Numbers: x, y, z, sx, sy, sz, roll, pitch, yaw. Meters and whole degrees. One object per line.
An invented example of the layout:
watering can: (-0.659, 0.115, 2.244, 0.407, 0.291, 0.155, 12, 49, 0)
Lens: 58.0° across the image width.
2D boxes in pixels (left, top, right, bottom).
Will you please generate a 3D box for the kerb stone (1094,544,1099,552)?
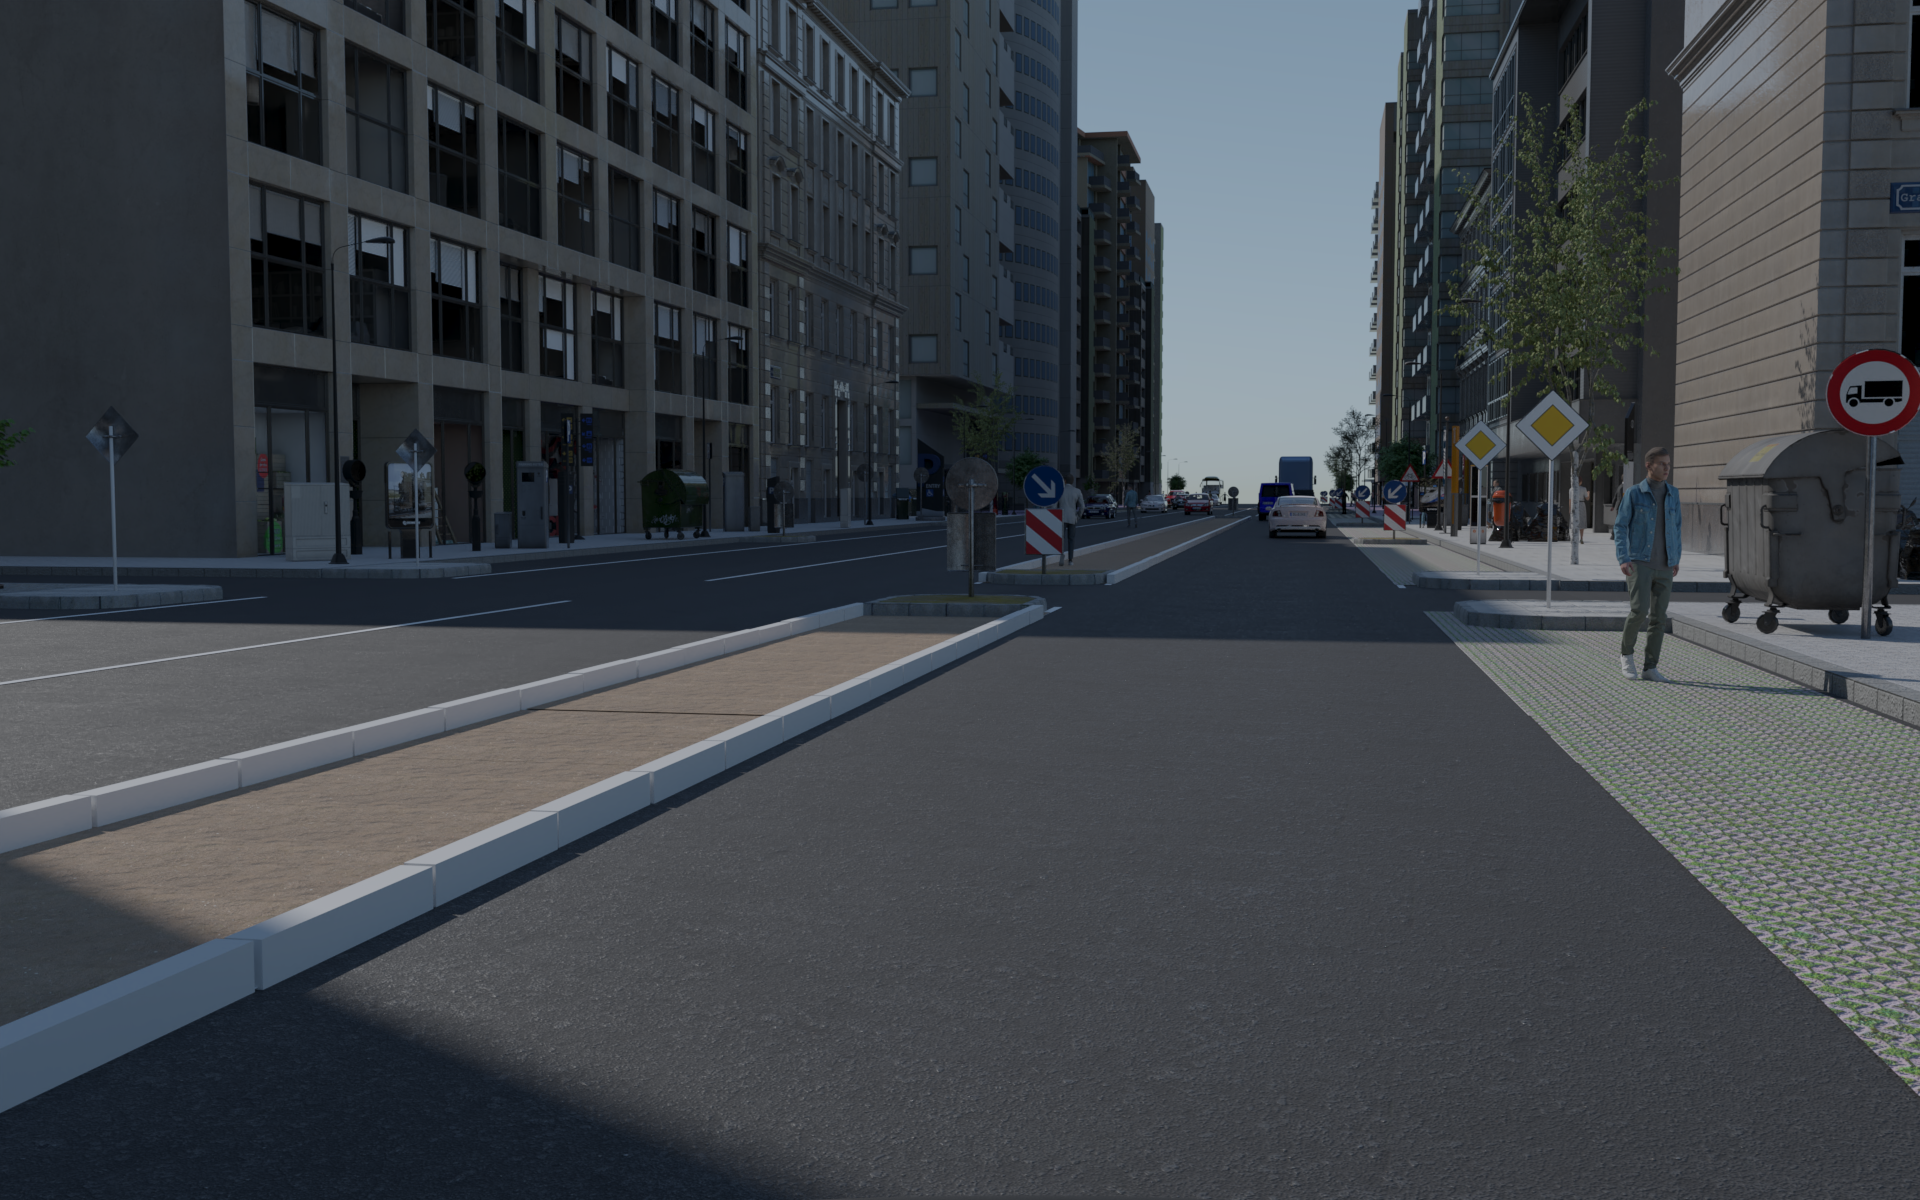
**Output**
kerb stone: (3.244, -1.252, 42.657, 0.120, 0.150, 1.000, 1, 4, 11)

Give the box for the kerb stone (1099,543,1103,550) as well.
kerb stone: (3.436, -1.312, 43.663, 0.120, 0.150, 1.000, 1, 4, 11)

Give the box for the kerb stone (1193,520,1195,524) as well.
kerb stone: (10.612, -3.521, 79.841, 0.120, 0.150, 1.000, 1, 4, 11)

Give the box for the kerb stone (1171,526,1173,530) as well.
kerb stone: (8.015, -2.726, 66.760, 0.120, 0.150, 1.000, 1, 4, 11)

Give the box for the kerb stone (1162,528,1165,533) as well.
kerb stone: (7.219, -2.479, 62.731, 0.120, 0.150, 1.000, 1, 4, 11)

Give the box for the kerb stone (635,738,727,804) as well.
kerb stone: (-1.376, 0.837, 8.511, 0.120, 0.150, 1.000, 1, 4, 11)

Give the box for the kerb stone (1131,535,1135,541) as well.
kerb stone: (5.029, -1.802, 51.687, 0.120, 0.150, 1.000, 1, 4, 11)

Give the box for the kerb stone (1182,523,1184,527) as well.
kerb stone: (9.208, -3.093, 72.790, 0.120, 0.150, 1.000, 1, 4, 11)

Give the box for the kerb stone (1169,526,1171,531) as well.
kerb stone: (7.804, -2.664, 65.752, 0.120, 0.150, 1.000, 1, 4, 11)

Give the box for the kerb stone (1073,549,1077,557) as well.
kerb stone: (2.440, -1.006, 38.636, 0.120, 0.150, 1.000, 1, 4, 11)

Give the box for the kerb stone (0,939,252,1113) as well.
kerb stone: (-2.184, 1.082, 4.500, 0.120, 0.150, 1.000, 1, 4, 11)

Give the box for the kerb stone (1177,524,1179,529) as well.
kerb stone: (8.613, -2.909, 69.773, 0.120, 0.150, 1.000, 1, 4, 11)

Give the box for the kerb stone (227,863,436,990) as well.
kerb stone: (-1.976, 1.024, 5.501, 0.120, 0.150, 1.000, 1, 4, 11)

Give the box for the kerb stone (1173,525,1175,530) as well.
kerb stone: (8.216, -2.787, 67.762, 0.120, 0.150, 1.000, 1, 4, 11)

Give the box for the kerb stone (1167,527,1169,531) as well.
kerb stone: (7.615, -2.603, 64.748, 0.120, 0.150, 1.000, 1, 4, 11)

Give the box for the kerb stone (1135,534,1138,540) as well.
kerb stone: (5.224, -1.865, 52.692, 0.120, 0.150, 1.000, 1, 4, 11)

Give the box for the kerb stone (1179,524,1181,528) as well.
kerb stone: (8.815, -2.970, 70.780, 0.120, 0.150, 1.000, 1, 4, 11)

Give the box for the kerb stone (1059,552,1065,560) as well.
kerb stone: (2.050, -0.881, 36.623, 0.120, 0.150, 1.000, 1, 4, 11)

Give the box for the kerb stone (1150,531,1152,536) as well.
kerb stone: (6.223, -2.168, 57.714, 0.120, 0.150, 1.000, 1, 4, 11)

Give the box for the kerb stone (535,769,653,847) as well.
kerb stone: (-1.586, 0.898, 7.510, 0.120, 0.150, 1.000, 1, 4, 11)

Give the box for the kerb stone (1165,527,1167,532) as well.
kerb stone: (7.419, -2.539, 63.733, 0.120, 0.150, 1.000, 1, 4, 11)

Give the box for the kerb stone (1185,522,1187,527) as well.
kerb stone: (9.609, -3.217, 74.798, 0.120, 0.150, 1.000, 1, 4, 11)

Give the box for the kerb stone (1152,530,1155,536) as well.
kerb stone: (6.422, -2.234, 58.716, 0.120, 0.150, 1.000, 1, 4, 11)

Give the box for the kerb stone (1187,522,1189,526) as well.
kerb stone: (9.803, -3.279, 75.806, 0.120, 0.150, 1.000, 1, 4, 11)

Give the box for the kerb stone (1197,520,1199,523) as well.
kerb stone: (11.201, -3.710, 82.852, 0.120, 0.150, 1.000, 1, 4, 11)

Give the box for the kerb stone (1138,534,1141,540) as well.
kerb stone: (5.428, -1.927, 53.704, 0.120, 0.150, 1.000, 1, 4, 11)

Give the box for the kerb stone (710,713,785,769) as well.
kerb stone: (-1.179, 0.776, 9.514, 0.120, 0.150, 1.000, 1, 4, 11)

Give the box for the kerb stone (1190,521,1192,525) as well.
kerb stone: (10.208, -3.402, 77.818, 0.120, 0.150, 1.000, 1, 4, 11)

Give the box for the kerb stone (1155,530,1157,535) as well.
kerb stone: (6.620, -2.295, 59.719, 0.120, 0.150, 1.000, 1, 4, 11)

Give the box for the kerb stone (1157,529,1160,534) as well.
kerb stone: (6.816, -2.356, 60.722, 0.120, 0.150, 1.000, 1, 4, 11)

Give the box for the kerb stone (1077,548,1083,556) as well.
kerb stone: (2.641, -1.065, 39.644, 0.120, 0.150, 1.000, 1, 4, 11)

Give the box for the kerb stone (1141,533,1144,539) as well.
kerb stone: (5.625, -1.988, 54.707, 0.120, 0.150, 1.000, 1, 4, 11)

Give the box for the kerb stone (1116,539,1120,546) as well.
kerb stone: (4.232, -1.558, 47.677, 0.120, 0.150, 1.000, 1, 4, 11)

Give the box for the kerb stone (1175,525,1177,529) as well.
kerb stone: (8.418, -2.848, 68.764, 0.120, 0.150, 1.000, 1, 4, 11)

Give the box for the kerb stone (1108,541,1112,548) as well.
kerb stone: (3.836, -1.436, 45.668, 0.120, 0.150, 1.000, 1, 4, 11)

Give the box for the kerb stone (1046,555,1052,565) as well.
kerb stone: (1.652, -0.759, 34.612, 0.120, 0.150, 1.000, 1, 4, 11)

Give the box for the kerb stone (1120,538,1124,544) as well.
kerb stone: (4.427, -1.619, 48.680, 0.120, 0.150, 1.000, 1, 4, 11)

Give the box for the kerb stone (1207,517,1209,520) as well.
kerb stone: (12.983, -4.263, 91.894, 0.120, 0.150, 1.000, 1, 4, 11)

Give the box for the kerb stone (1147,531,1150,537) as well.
kerb stone: (6.034, -2.111, 56.709, 0.120, 0.150, 1.000, 1, 4, 11)

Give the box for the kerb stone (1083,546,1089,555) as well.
kerb stone: (2.845, -1.129, 40.647, 0.120, 0.150, 1.000, 1, 4, 11)

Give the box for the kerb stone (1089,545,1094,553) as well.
kerb stone: (3.039, -1.190, 41.656, 0.120, 0.150, 1.000, 1, 4, 11)

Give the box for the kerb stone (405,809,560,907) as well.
kerb stone: (-1.778, 0.960, 6.504, 0.120, 0.150, 1.000, 1, 4, 11)

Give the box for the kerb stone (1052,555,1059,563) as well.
kerb stone: (1.849, -0.821, 35.615, 0.120, 0.150, 1.000, 1, 4, 11)

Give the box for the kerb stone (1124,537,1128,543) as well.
kerb stone: (4.631, -1.680, 49.681, 0.120, 0.150, 1.000, 1, 4, 11)

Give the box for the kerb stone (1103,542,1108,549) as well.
kerb stone: (3.633, -1.372, 44.665, 0.120, 0.150, 1.000, 1, 4, 11)

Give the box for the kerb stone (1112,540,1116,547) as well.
kerb stone: (4.035, -1.495, 46.671, 0.120, 0.150, 1.000, 1, 4, 11)

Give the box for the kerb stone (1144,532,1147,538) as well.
kerb stone: (5.839, -2.050, 55.706, 0.120, 0.150, 1.000, 1, 4, 11)

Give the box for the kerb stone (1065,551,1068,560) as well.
kerb stone: (2.241, -0.944, 37.633, 0.120, 0.150, 1.000, 1, 4, 11)

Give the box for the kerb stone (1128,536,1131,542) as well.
kerb stone: (4.830, -1.742, 50.684, 0.120, 0.150, 1.000, 1, 4, 11)

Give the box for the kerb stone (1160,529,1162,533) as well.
kerb stone: (7.017, -2.418, 61.729, 0.120, 0.150, 1.000, 1, 4, 11)

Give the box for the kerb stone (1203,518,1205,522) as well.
kerb stone: (12.201, -4.013, 87.874, 0.120, 0.150, 1.000, 1, 4, 11)
